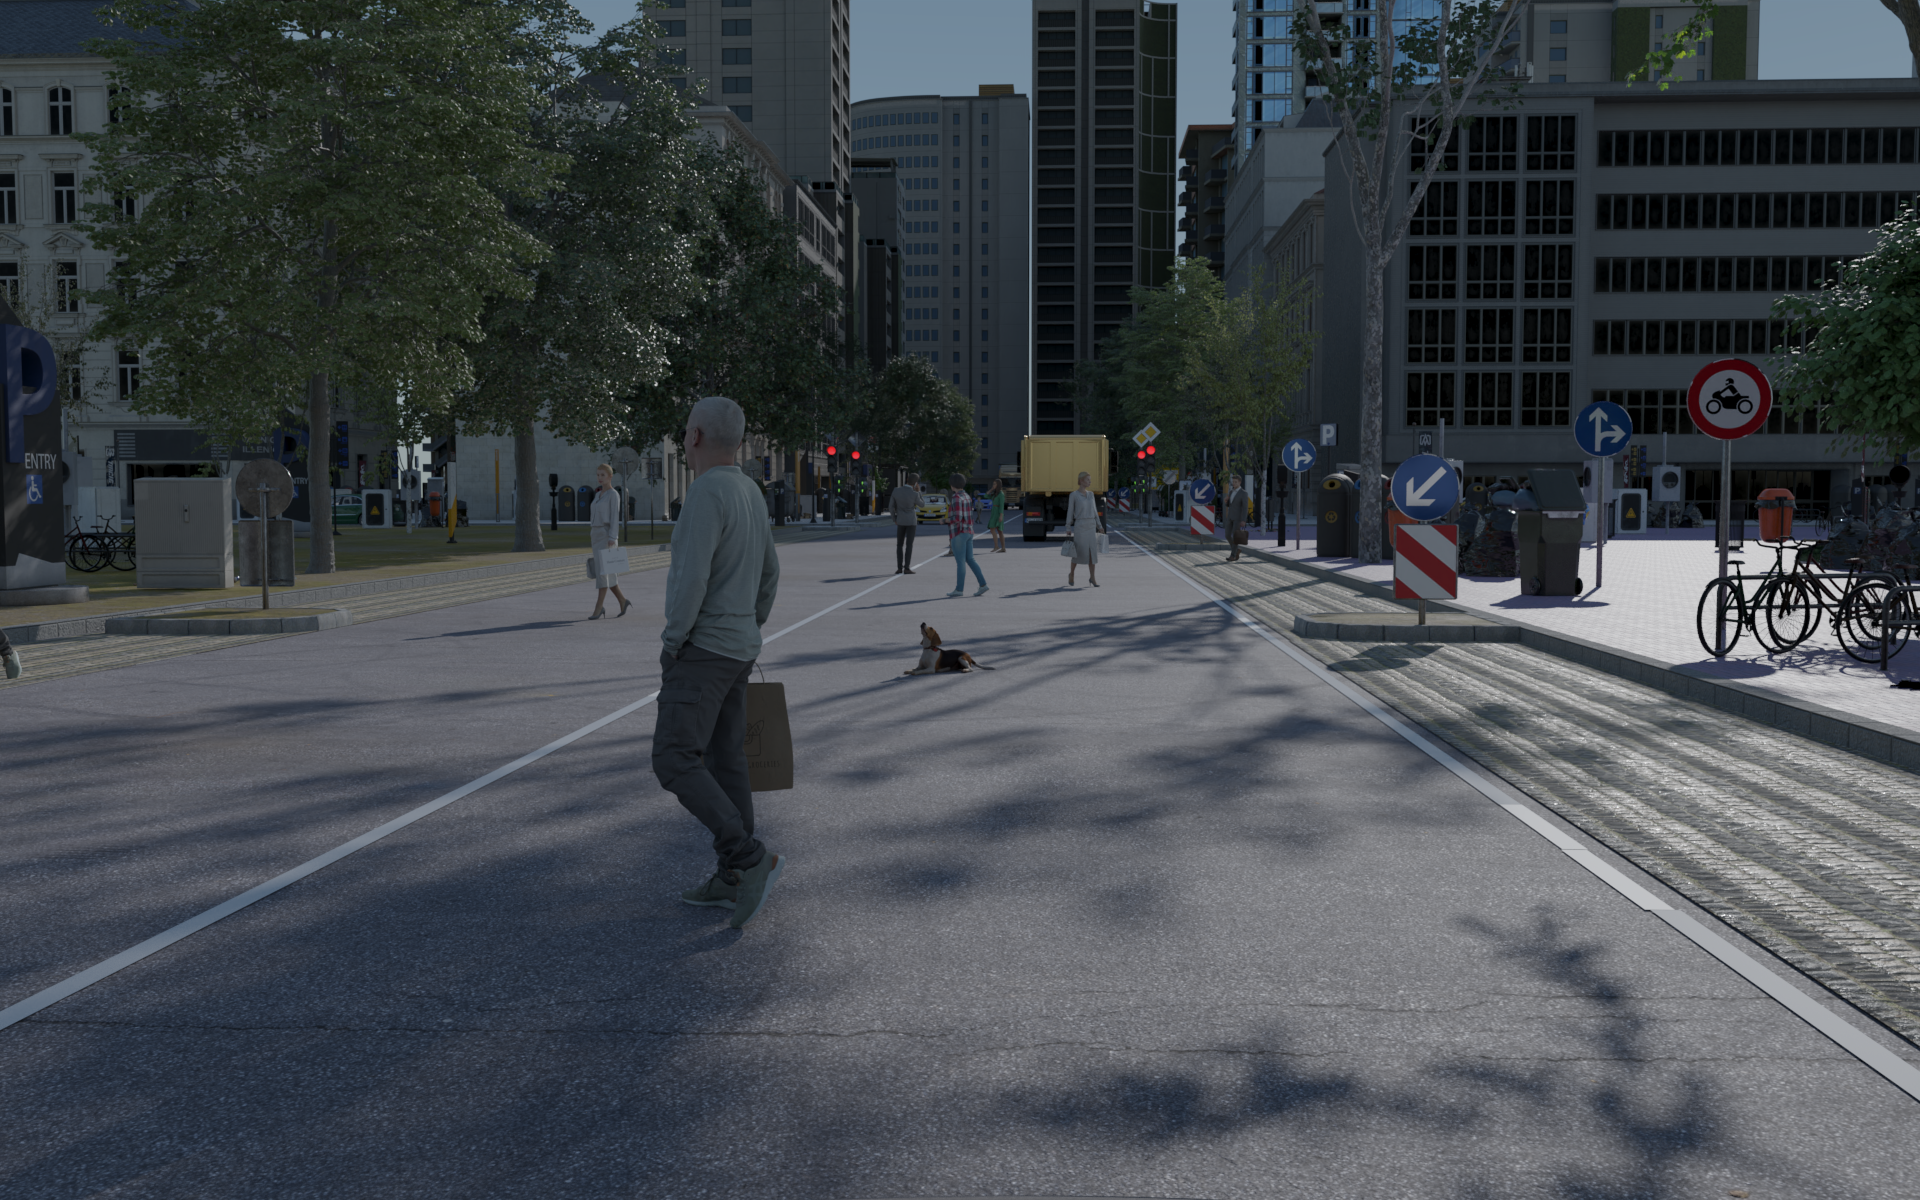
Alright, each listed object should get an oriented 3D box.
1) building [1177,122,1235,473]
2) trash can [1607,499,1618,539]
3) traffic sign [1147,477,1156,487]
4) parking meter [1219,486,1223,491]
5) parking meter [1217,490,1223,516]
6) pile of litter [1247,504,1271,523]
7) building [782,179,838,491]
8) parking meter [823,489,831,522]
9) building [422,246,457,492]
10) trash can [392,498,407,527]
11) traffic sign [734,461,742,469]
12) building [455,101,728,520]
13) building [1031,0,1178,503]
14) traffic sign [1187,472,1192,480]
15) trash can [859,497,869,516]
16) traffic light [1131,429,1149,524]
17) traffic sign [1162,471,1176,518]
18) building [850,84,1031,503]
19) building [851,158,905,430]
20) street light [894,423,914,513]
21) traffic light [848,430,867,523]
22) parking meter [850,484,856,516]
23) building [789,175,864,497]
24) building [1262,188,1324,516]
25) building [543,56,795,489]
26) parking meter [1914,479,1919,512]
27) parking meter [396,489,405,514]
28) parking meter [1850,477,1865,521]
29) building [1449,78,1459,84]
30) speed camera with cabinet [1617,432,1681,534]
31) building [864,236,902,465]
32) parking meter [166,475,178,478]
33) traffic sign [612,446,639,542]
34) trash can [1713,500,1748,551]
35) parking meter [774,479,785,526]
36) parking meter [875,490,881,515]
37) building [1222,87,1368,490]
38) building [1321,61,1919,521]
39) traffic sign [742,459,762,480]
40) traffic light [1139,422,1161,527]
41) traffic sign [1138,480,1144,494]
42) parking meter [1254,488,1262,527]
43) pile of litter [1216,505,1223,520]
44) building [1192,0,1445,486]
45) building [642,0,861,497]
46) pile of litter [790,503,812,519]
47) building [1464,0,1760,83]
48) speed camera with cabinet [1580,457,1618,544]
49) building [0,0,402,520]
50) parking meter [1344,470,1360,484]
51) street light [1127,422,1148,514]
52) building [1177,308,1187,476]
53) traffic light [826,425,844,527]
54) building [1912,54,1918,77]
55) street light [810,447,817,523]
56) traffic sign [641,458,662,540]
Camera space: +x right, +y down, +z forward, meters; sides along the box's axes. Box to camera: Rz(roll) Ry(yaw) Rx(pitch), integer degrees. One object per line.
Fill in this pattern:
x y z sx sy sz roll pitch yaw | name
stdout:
36.786 -33.498 202.321 22.147 44.769 28.867 0 4 3 | building
18.573 -2.342 49.946 0.748 1.137 0.748 0 3 0 | trash can
11.318 -6.142 102.559 0.606 2.300 0.079 0 4 4 | traffic sign
15.477 -5.914 102.400 0.399 1.863 0.255 2 4 24 | parking meter
14.054 -5.211 93.617 0.372 1.533 0.369 0 3 0 | parking meter
13.133 -3.891 77.578 1.719 0.858 1.176 1 4 13 | pile of litter
-18.168 -21.016 137.118 14.314 27.812 24.014 0 4 3 | building
-6.217 -4.421 80.696 0.372 1.533 0.369 0 3 0 | parking meter
-57.658 -34.569 215.315 14.200 45.320 14.600 0 4 3 | building
-21.955 -3.437 67.849 0.748 1.137 0.748 0 3 0 | trash can
-8.715 -4.056 66.416 0.768 2.556 0.104 1 4 10 | traffic sign
-19.186 -14.583 93.178 10.420 20.320 16.860 0 4 3 | building
20.792 -49.675 250.433 20.611 71.187 20.563 0 4 3 | building
13.472 -6.230 101.863 0.884 2.594 0.081 1 4 11 | traffic sign
-5.642 -5.517 101.854 0.748 1.137 0.748 0 3 0 | trash can
7.867 -5.291 75.431 0.839 4.253 0.868 0 4 3 | traffic light
11.359 -5.747 94.069 0.768 2.556 0.104 1 4 9 | traffic sign
-3.947 -43.472 252.758 28.212 58.520 21.231 0 4 3 | building
-13.925 -32.358 212.645 14.086 41.232 14.154 0 4 3 | building
-3.714 -8.618 113.449 1.470 5.913 1.316 0 4 3 | street light
-4.523 -5.335 76.147 0.839 4.253 0.868 0 4 3 | traffic light
-6.122 -5.782 100.239 0.399 1.863 0.255 1 4 19 | parking meter
-17.028 -23.730 159.693 14.160 30.474 14.107 0 4 3 | building
26.025 -16.712 109.398 11.583 22.565 21.152 0 4 3 | building
-19.399 -19.939 113.386 14.401 28.519 23.554 0 4 3 | building
36.181 -3.639 65.204 0.255 1.863 0.399 -3 5 -44 | parking meter
-25.526 -4.322 79.078 0.372 1.533 0.369 0 3 0 | parking meter
30.560 -3.259 58.993 0.399 1.863 0.255 3 4 36 | parking meter
60.441 -43.248 249.100 28.212 58.520 21.231 0 4 3 | building
21.852 -3.724 55.229 2.038 3.252 0.660 0 4 -3 | speed camera with cabinet
-14.090 -25.855 194.433 14.160 30.474 14.107 0 4 3 | building
-24.687 -2.964 54.177 0.399 1.863 0.255 1 4 19 | parking meter
-8.960 -2.829 46.355 0.768 2.556 0.104 1 4 9 | traffic sign
17.541 -1.701 39.464 0.748 1.137 0.748 0 3 0 | trash can
-7.217 -3.887 69.269 0.255 1.863 0.399 2 4 35 | parking meter
-4.948 -5.879 104.531 0.372 1.533 0.369 0 3 0 | parking meter
27.302 -21.840 134.579 11.434 29.767 29.804 0 4 3 | building
34.692 -16.487 88.624 30.058 24.678 14.314 0 4 3 | building
-7.522 -3.825 62.648 0.768 2.556 0.104 1 4 12 | traffic sign
7.395 -4.804 67.460 0.839 4.253 0.868 0 4 3 | traffic light
13.749 -7.988 130.606 0.884 2.594 0.081 1 4 9 | traffic sign
11.777 -3.654 68.161 0.372 1.533 0.369 0 3 0 | parking meter
13.306 -4.481 87.229 1.719 0.858 1.176 0 4 6 | pile of litter
35.578 -52.489 170.862 22.319 86.520 31.000 0 4 3 | building
-19.643 -45.132 176.161 20.563 71.187 20.611 0 4 3 | building
-8.217 -4.679 90.461 1.176 0.858 1.719 3 4 38 | pile of litter
75.338 -40.452 203.384 28.212 58.520 21.231 0 4 3 | building
16.555 -3.136 45.604 0.660 3.252 2.038 0 4 1 | speed camera with cabinet
-54.617 -19.407 93.720 44.131 29.872 17.030 0 4 3 | building
9.475 -2.210 41.853 0.399 1.863 0.255 2 4 25 | parking meter
11.493 -8.538 112.144 1.470 5.913 1.316 0 4 3 | street light
38.303 -29.125 247.896 14.107 30.474 14.160 0 4 3 | building
-4.995 -4.847 68.176 0.839 4.253 0.868 0 4 3 | traffic light
59.516 -16.329 84.993 19.932 24.808 12.078 0 4 3 | building
-5.923 -6.335 76.120 1.470 5.913 1.316 0 4 3 | street light
-8.641 -2.842 48.589 0.606 2.300 0.079 0 4 7 | traffic sign
